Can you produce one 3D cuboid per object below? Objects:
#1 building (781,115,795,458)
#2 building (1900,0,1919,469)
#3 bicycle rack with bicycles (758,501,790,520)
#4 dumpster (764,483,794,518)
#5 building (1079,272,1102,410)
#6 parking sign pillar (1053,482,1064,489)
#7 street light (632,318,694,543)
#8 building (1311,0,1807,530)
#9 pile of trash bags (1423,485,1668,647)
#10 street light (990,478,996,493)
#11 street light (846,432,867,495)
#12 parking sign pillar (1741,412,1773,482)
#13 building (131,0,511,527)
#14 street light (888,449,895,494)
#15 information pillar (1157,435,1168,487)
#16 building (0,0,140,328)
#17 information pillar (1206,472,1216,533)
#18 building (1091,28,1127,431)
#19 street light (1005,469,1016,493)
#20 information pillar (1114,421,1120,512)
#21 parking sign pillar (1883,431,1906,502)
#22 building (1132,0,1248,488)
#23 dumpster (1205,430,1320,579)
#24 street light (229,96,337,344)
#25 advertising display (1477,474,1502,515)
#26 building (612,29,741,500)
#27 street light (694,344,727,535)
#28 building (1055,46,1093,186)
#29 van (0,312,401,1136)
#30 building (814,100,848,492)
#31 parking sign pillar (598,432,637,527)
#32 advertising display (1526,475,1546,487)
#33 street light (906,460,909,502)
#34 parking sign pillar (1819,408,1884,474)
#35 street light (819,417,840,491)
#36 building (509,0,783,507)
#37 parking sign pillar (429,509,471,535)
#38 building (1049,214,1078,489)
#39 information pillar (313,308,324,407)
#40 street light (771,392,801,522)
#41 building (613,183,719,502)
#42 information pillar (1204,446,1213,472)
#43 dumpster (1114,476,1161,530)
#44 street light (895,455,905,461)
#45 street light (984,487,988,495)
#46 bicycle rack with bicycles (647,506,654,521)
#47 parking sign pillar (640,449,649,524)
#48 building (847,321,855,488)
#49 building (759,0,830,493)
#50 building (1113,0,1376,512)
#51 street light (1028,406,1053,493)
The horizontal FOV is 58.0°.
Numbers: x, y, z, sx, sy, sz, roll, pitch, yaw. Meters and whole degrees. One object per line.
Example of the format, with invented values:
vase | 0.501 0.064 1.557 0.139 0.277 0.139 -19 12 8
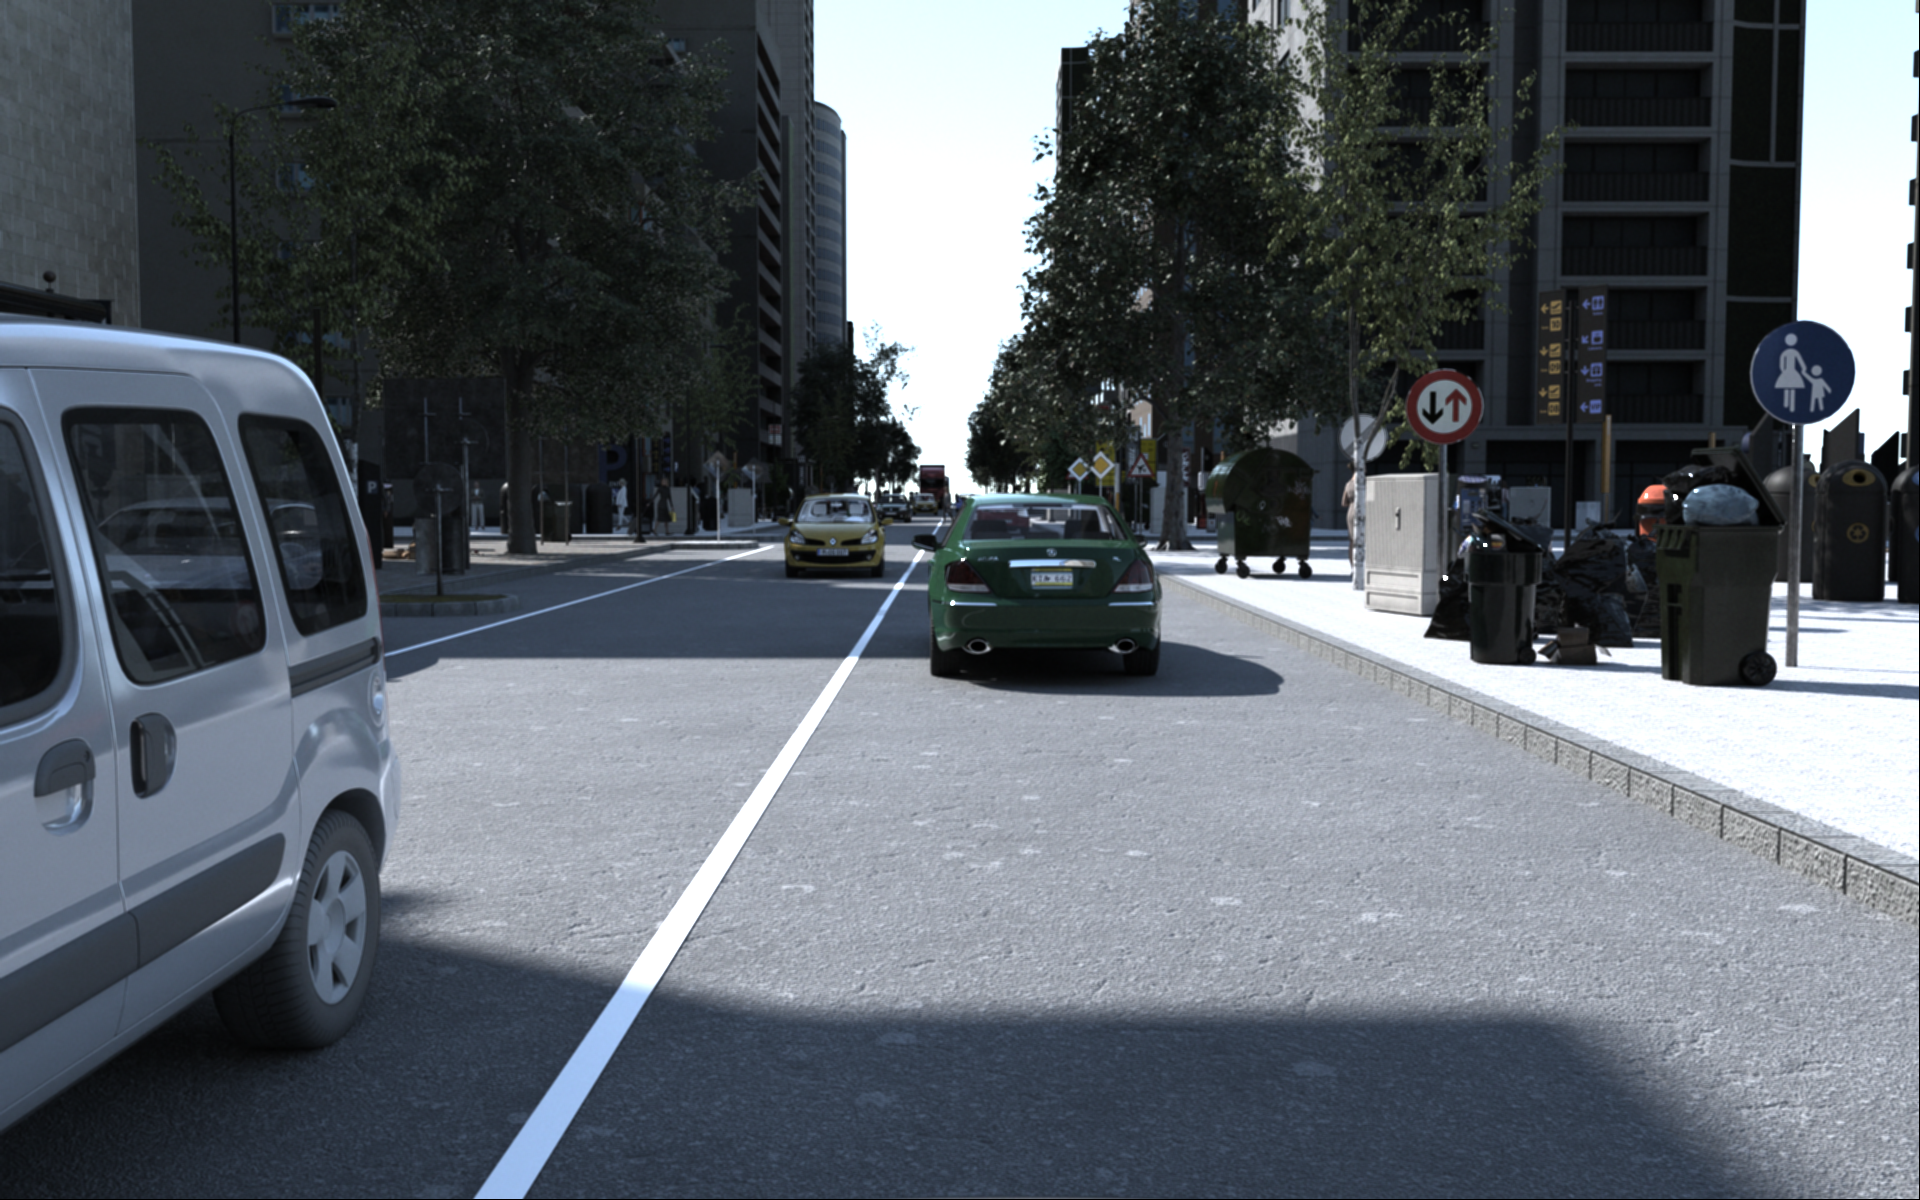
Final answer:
building | -25.023 -30.469 181.770 14.154 41.232 14.086 0 3 0
building | 52.763 -27.401 71.705 21.600 48.544 21.300 0 3 0
bicycle rack with bicycles | -10.000 -4.476 86.560 2.852 0.926 2.925 3 5 40
dumpster | -9.689 -5.483 92.139 1.502 2.255 1.985 0 4 0
building | 29.238 -33.611 241.414 32.217 40.220 23.993 0 3 0
parking sign pillar | 5.434 -6.940 101.945 1.447 3.967 1.447 1 4 22
street light | -7.882 -4.453 45.345 1.470 5.913 1.316 0 3 0
building | 23.658 -38.651 70.195 20.611 71.187 20.563 0 3 0
pile of trash bags | 5.876 -0.382 15.996 3.447 1.369 1.912 -3 5 -45
street light | 3.495 -11.142 154.716 1.470 5.913 1.316 0 3 0
street light | -7.825 -9.655 130.400 1.470 5.913 1.316 0 3 0
parking sign pillar | 24.840 -4.011 54.050 1.447 3.967 1.447 -3 5 -41
building | -28.255 -27.724 76.993 21.300 48.544 21.600 0 3 0
street light | -7.836 -12.694 180.089 1.470 5.913 1.316 0 3 0
information pillar | 7.326 -4.335 62.239 0.504 3.616 0.183 0 4 -5
building | -26.071 -10.829 31.801 16.860 20.320 10.420 0 3 0
information pillar | 8.356 -3.247 57.576 0.304 2.012 0.304 0 4 -1
building | 25.394 -34.293 180.300 23.786 49.044 30.456 0 3 0
street light | 3.560 -8.019 103.649 1.470 5.913 1.316 0 3 0
information pillar | 4.216 -3.375 46.528 0.183 3.616 0.504 0 4 0
parking sign pillar | 39.244 -5.206 73.596 1.447 3.967 1.447 -2 4 -25
building | 19.685 -28.830 121.473 14.600 45.320 14.200 0 3 0
dumpster | 4.705 -1.500 27.013 1.502 2.255 1.985 0 3 0
street light | -7.970 -2.926 20.382 1.470 5.913 1.316 0 3 0
advertising display | 16.746 -3.056 55.175 0.974 1.923 0.123 1 4 12
building | -34.502 -27.450 140.681 32.217 40.220 23.993 0 3 0
street light | -7.906 -4.973 53.843 1.470 5.913 1.316 0 3 0
building | 23.771 -51.306 277.096 20.563 71.187 20.611 0 3 0
van | -2.467 0.235 3.177 2.013 2.044 4.112 0 4 2
building | -28.007 -43.629 255.328 21.231 58.520 28.212 0 3 0
parking sign pillar | -13.456 -4.818 67.251 1.447 3.967 1.447 -1 4 -17
advertising display | 19.828 -3.330 59.666 0.123 1.923 0.974 -1 4 -17
street light | -7.975 -16.260 238.386 1.470 5.913 1.316 0 3 0
parking sign pillar | 27.999 -4.064 54.917 1.447 3.967 1.447 -1 4 -20
street light | -7.907 -8.049 104.136 1.470 5.913 1.316 0 3 0
building | -28.516 -32.996 163.182 21.300 48.544 21.600 0 3 0
parking sign pillar | -16.151 -4.030 54.368 1.447 3.967 1.447 2 4 28
building | 20.611 -37.333 260.512 14.600 45.320 14.200 0 3 0
information pillar | -8.139 -1.878 22.059 0.183 3.616 0.504 -1 4 -17
street light | -7.958 -6.529 79.294 1.470 5.913 1.316 0 3 0
building | -31.325 -16.267 111.004 27.650 21.520 28.899 0 3 0
information pillar | 12.075 -5.690 84.390 0.504 3.616 0.183 -1 4 -17
dumpster | 6.310 -3.612 61.557 1.502 2.255 1.985 0 4 0
street light | -7.800 -14.740 213.545 1.470 5.913 1.316 0 3 0
street light | 3.674 -14.205 204.793 1.470 5.913 1.316 0 3 0
bicycle rack with bicycles | -15.347 -4.226 82.475 2.852 0.926 2.925 1 4 19
parking sign pillar | -14.027 -5.256 74.403 1.447 3.967 1.447 -2 4 -24
building | -24.338 -30.967 278.005 14.160 30.474 14.107 0 3 0
building | -27.653 -48.460 230.576 20.563 71.187 20.611 0 3 0
building | 23.949 -43.785 154.138 20.563 71.187 20.611 0 3 0
street light | 3.624 -6.467 78.277 1.470 5.913 1.316 0 3 0
